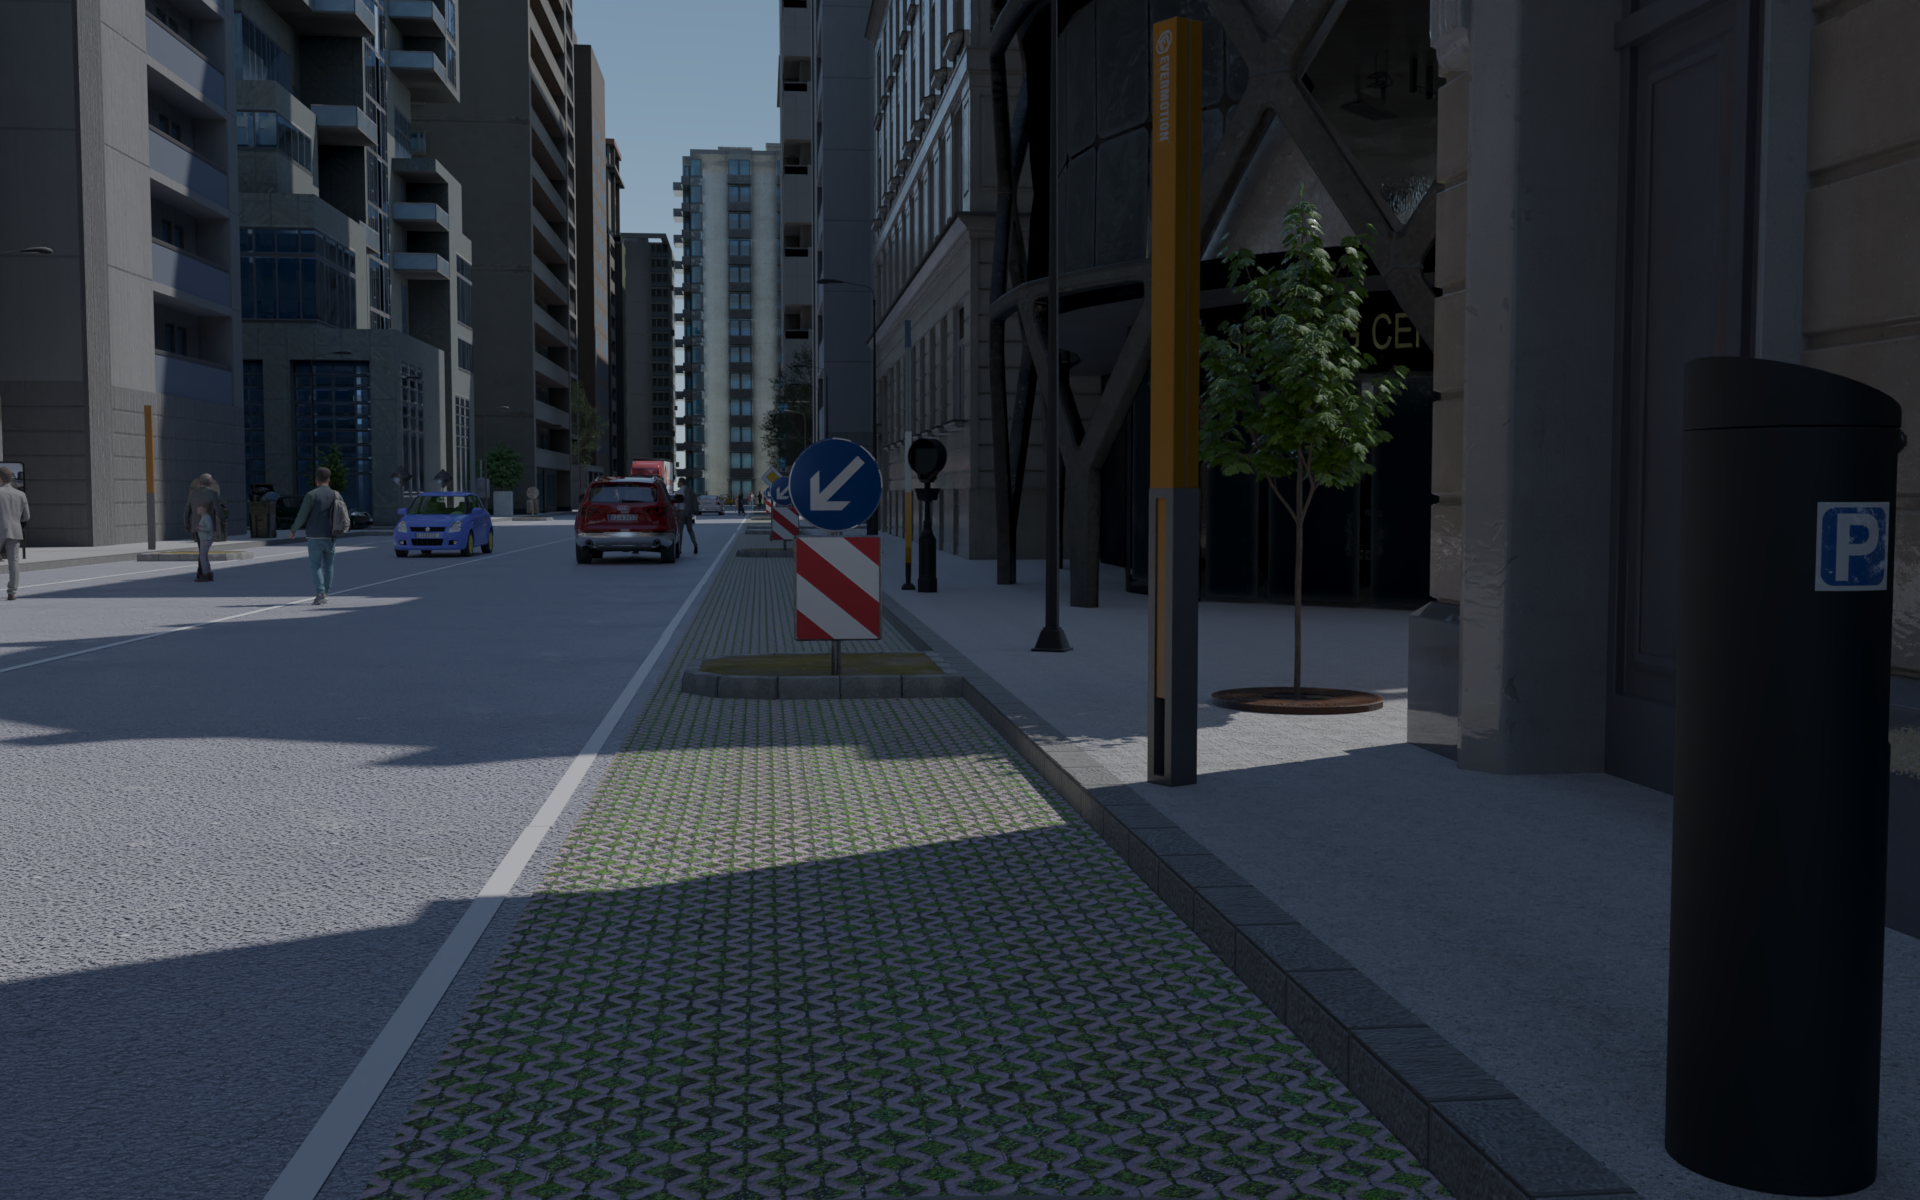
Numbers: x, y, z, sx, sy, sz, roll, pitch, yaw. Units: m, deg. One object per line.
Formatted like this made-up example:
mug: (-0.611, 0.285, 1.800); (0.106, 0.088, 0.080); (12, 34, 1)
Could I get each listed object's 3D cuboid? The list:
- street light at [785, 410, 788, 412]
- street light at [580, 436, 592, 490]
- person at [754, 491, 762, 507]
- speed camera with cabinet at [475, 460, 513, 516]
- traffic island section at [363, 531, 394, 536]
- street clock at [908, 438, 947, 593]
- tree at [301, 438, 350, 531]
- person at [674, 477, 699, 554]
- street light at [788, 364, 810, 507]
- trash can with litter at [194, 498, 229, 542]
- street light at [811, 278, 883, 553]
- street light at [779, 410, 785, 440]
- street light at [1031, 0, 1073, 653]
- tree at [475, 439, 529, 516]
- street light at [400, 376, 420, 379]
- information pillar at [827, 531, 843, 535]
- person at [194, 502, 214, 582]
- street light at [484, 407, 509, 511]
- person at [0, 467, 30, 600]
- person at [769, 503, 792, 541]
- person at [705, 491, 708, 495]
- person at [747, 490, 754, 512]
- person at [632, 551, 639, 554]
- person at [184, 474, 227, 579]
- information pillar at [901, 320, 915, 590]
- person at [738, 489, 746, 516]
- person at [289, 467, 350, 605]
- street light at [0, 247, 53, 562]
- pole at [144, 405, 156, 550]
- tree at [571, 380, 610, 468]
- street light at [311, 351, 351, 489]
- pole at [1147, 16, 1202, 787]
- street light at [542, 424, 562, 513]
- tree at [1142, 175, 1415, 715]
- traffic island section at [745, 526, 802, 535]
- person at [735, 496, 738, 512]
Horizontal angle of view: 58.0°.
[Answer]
street light: (-6.460, -6.110, 72.439); (1.470, 5.913, 1.316); (0, 4, -7)
street light: (-30.007, -10.202, 139.345); (1.470, 5.913, 1.316); (0, 4, -7)
person: (-22.186, -11.107, 190.622); (0.750, 1.759, 0.617); (-2, 4, -31)
speed camera with cabinet: (-26.895, -6.460, 99.964); (2.038, 3.252, 0.660); (0, 4, 4)
traffic island section: (-19.543, -2.344, 60.598); (2.009, 0.180, 2.903); (0, 4, -7)
street clock: (-0.424, -1.100, 22.549); (0.471, 2.002, 0.358); (2, 4, 33)
tree: (-21.568, -3.984, 59.743); (1.663, 3.219, 1.824); (0, 3, 0)
person: (-6.555, -2.011, 41.487); (0.679, 1.850, 0.850); (-3, 5, -44)
street light: (-5.301, -5.475, 62.056); (1.470, 5.913, 1.316); (0, 4, -7)
trash can with litter: (-20.082, -2.135, 46.290); (1.055, 1.170, 0.624); (1, 4, 16)
street light: (-2.388, -3.972, 37.485); (1.470, 5.913, 1.316); (0, 4, -7)
street light: (-9.131, -7.549, 95.962); (1.470, 5.913, 1.316); (0, 4, -7)
street light: (0.217, -2.533, 13.954); (1.470, 5.913, 1.316); (0, 4, -7)
tree: (-27.474, -7.361, 104.058); (4.285, 4.588, 4.351); (0, 3, 0)
street light: (-21.900, -5.847, 68.144); (1.470, 5.913, 1.316); (0, 4, -7)
information pillar: (-3.320, -2.536, 45.958); (0.304, 2.012, 0.304); (2, 4, 32)
person: (-12.362, -0.950, 28.313); (0.425, 1.301, 0.394); (3, 5, 39)
street light: (-24.646, -7.305, 91.985); (1.470, 5.913, 1.316); (0, 4, -7)
person: (-12.956, -0.900, 23.413); (0.583, 1.804, 0.606); (2, 4, 31)
person: (-5.351, -2.662, 52.124); (0.778, 1.811, 0.616); (-3, 5, -40)
person: (-28.237, -11.273, 193.369); (0.434, 1.755, 0.990); (-2, 4, -28)
person: (-16.860, -7.971, 139.666); (0.563, 1.720, 0.643); (-3, 4, -36)
person: (-7.868, -2.033, 41.868); (0.709, 1.813, 0.853); (-3, 4, -37)
person: (-12.839, -1.262, 29.531); (0.661, 1.777, 0.834); (0, 4, 1)
information pillar: (-0.692, -1.943, 23.115); (0.183, 3.616, 0.504); (0, 4, -2)
person: (-14.605, -6.521, 115.544); (0.576, 1.772, 0.534); (2, 4, 32)
person: (-8.331, -0.843, 22.636); (0.721, 1.781, 0.623); (2, 4, 31)
street light: (-17.773, -3.679, 32.686); (1.470, 5.913, 1.316); (0, 4, -7)
pole: (-18.617, -2.811, 39.809); (0.158, 3.312, 0.155); (0, 3, 0)
tree: (-30.834, -12.079, 131.901); (8.767, 10.594, 7.601); (0, 4, -8)
street light: (-20.421, -5.117, 56.212); (1.470, 5.913, 1.316); (0, 4, -7)
pole: (0.940, -0.840, 7.581); (0.158, 3.312, 0.155); (0, 3, 0)
street light: (-27.232, -8.745, 115.518); (1.470, 5.913, 1.316); (0, 4, -7)
tree: (2.164, -0.976, 10.561); (1.663, 3.219, 1.824); (0, 3, 0)
traffic island section: (-6.685, -2.433, 62.060); (2.009, 0.180, 2.903); (0, 4, -7)
person: (-17.712, -7.636, 137.616); (0.475, 1.303, 0.640); (2, 4, 28)
